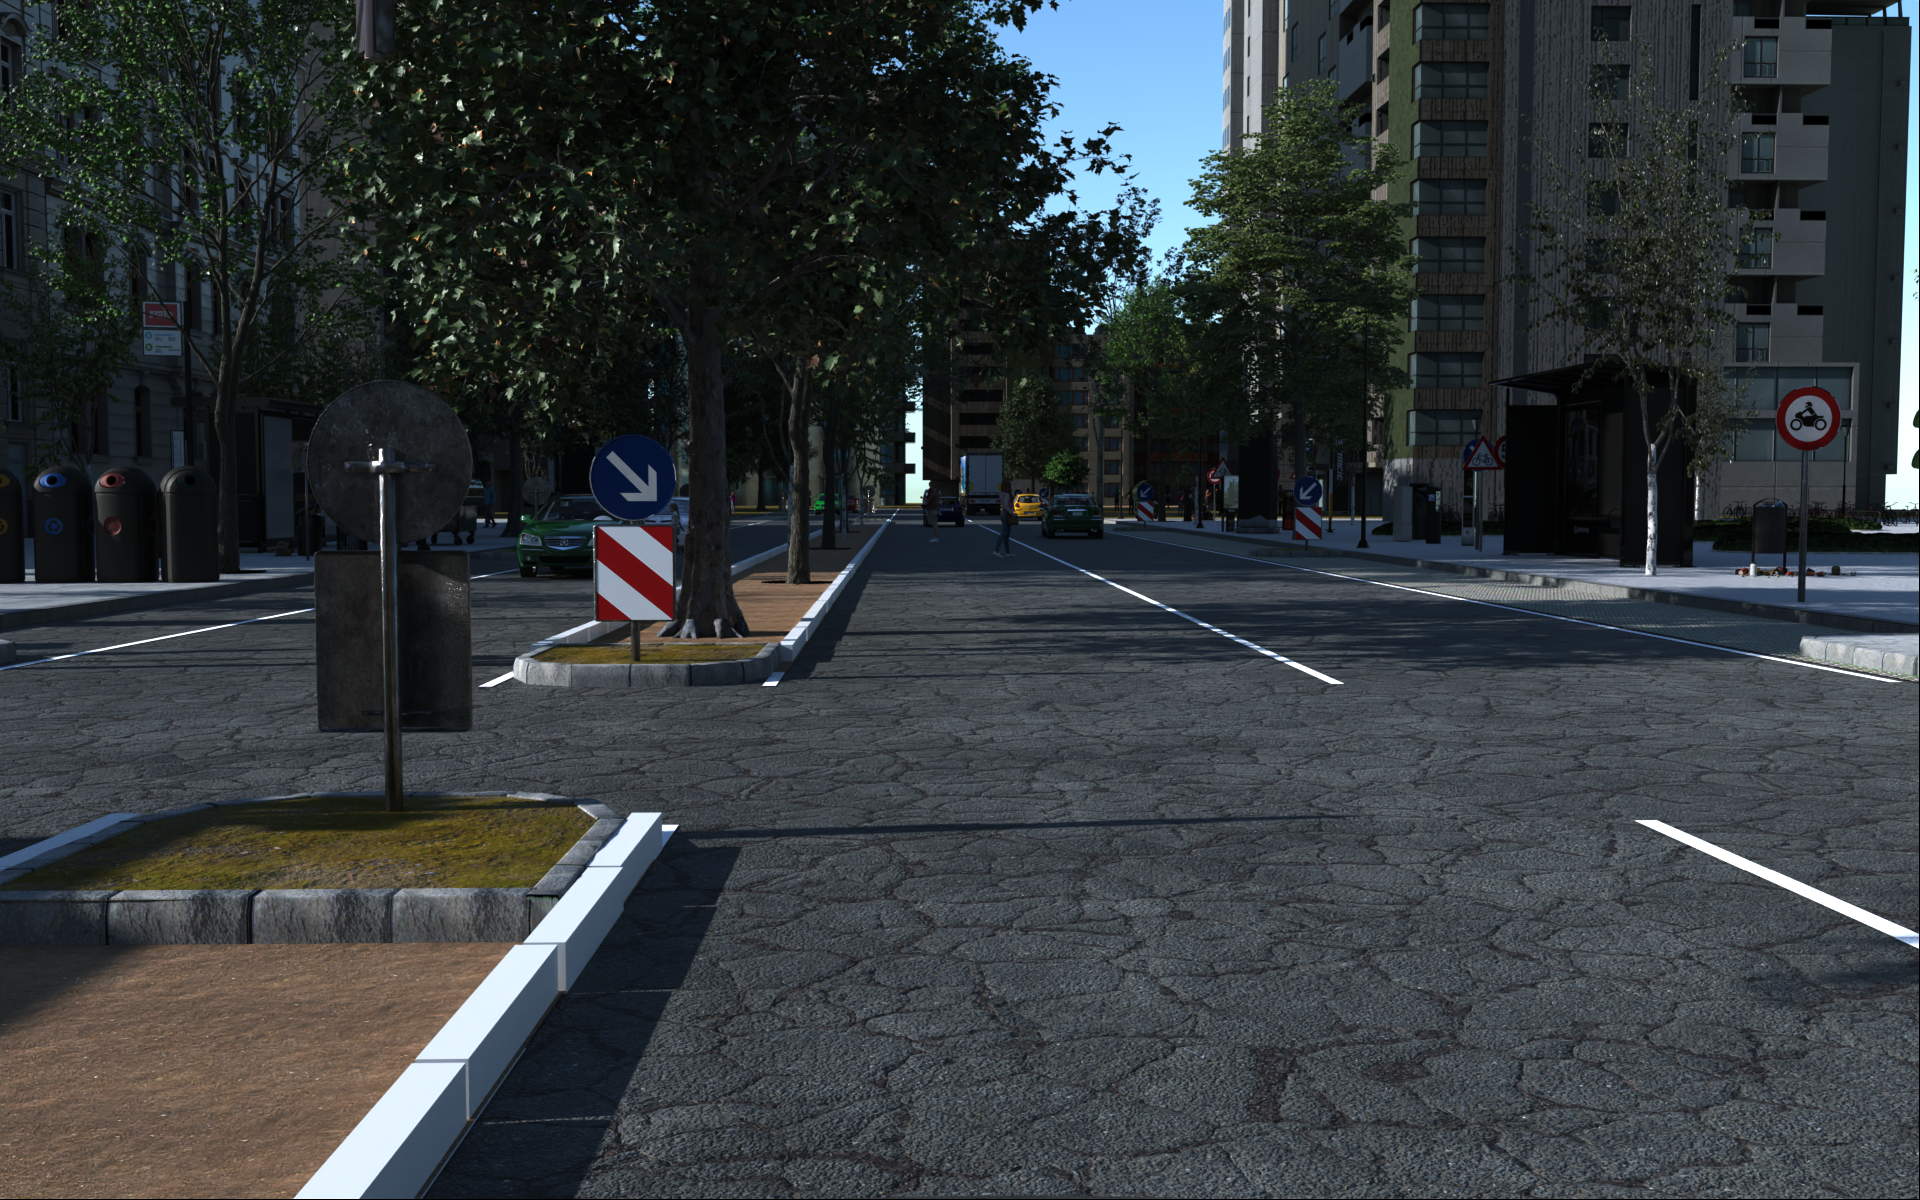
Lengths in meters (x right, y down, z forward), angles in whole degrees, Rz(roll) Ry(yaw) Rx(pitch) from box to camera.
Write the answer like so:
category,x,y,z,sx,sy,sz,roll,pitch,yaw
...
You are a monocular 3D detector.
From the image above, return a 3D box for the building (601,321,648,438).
category,x,y,z,sx,sy,sz,roll,pitch,yaw
building,-42.648,-31.129,192.548,14.086,41.232,14.154,0,4,-2

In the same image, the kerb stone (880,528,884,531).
category,x,y,z,sx,sy,sz,roll,pitch,yaw
kerb stone,-2.812,-2.329,60.315,0.120,0.150,1.000,0,4,-2

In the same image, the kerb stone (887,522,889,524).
category,x,y,z,sx,sy,sz,roll,pitch,yaw
kerb stone,-3.201,-3.144,73.628,0.120,0.150,1.000,0,4,-2

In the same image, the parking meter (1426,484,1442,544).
category,x,y,z,sx,sy,sz,roll,pitch,yaw
parking meter,12.256,-2.226,44.806,0.372,1.533,0.369,0,3,0

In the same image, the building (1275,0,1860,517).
category,x,y,z,sx,sy,sz,roll,pitch,yaw
building,36.104,-31.805,109.245,28.713,52.752,27.495,0,4,-2

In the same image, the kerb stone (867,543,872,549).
category,x,y,z,sx,sy,sz,roll,pitch,yaw
kerb stone,-2.302,-1.267,42.916,0.120,0.150,1.000,0,4,-2

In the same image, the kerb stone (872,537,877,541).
category,x,y,z,sx,sy,sz,roll,pitch,yaw
kerb stone,-2.453,-1.578,48.032,0.120,0.150,1.000,0,4,-2

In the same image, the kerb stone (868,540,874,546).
category,x,y,z,sx,sy,sz,roll,pitch,yaw
kerb stone,-2.364,-1.392,44.962,0.120,0.150,1.000,0,4,-2

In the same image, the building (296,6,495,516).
category,x,y,z,sx,sy,sz,roll,pitch,yaw
building,-38.111,-40.317,97.432,20.563,71.187,20.611,0,4,-2

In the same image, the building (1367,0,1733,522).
category,x,y,z,sx,sy,sz,roll,pitch,yaw
building,26.846,-19.035,82.923,14.160,30.474,14.107,0,4,-2

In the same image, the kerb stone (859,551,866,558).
category,x,y,z,sx,sy,sz,roll,pitch,yaw
kerb stone,-2.126,-0.891,36.770,0.120,0.150,1.000,0,4,-2

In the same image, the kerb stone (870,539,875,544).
category,x,y,z,sx,sy,sz,roll,pitch,yaw
kerb stone,-2.393,-1.455,45.984,0.120,0.150,1.000,0,4,-2

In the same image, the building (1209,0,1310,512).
category,x,y,z,sx,sy,sz,roll,pitch,yaw
building,31.509,-36.414,137.371,21.231,58.520,28.212,0,4,-2

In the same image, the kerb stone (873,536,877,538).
category,x,y,z,sx,sy,sz,roll,pitch,yaw
kerb stone,-2.488,-1.642,49.058,0.120,0.150,1.000,0,4,-2

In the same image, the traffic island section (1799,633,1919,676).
category,x,y,z,sx,sy,sz,roll,pitch,yaw
traffic island section,8.442,0.478,14.473,2.009,0.180,2.903,0,4,-2

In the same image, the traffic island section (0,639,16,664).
category,x,y,z,sx,sy,sz,roll,pitch,yaw
traffic island section,-9.092,0.508,13.968,2.009,0.180,2.903,0,4,-2

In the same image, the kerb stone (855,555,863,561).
category,x,y,z,sx,sy,sz,roll,pitch,yaw
kerb stone,-2.063,-0.765,34.709,0.120,0.150,1.000,0,4,-2

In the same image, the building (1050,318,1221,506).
category,x,y,z,sx,sy,sz,roll,pitch,yaw
building,24.006,-21.823,201.844,28.899,21.520,27.650,0,4,-2

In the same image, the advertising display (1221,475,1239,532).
category,x,y,z,sx,sy,sz,roll,pitch,yaw
advertising display,9.194,-3.281,58.852,0.123,1.923,0.974,3,5,44

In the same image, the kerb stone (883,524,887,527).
category,x,y,z,sx,sy,sz,roll,pitch,yaw
kerb stone,-3.018,-2.763,67.477,0.120,0.150,1.000,0,4,-2

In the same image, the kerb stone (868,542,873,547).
category,x,y,z,sx,sy,sz,roll,pitch,yaw
kerb stone,-2.334,-1.330,43.940,0.120,0.150,1.000,0,4,-2

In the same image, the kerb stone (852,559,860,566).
category,x,y,z,sx,sy,sz,roll,pitch,yaw
kerb stone,-2.011,-0.639,32.650,0.120,0.150,1.000,0,4,-2

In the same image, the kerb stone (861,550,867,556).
category,x,y,z,sx,sy,sz,roll,pitch,yaw
kerb stone,-2.159,-0.946,37.792,0.120,0.150,1.000,0,4,-2

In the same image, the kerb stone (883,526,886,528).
category,x,y,z,sx,sy,sz,roll,pitch,yaw
kerb stone,-2.929,-2.582,64.408,0.120,0.150,1.000,0,4,-2

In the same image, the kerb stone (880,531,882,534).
category,x,y,z,sx,sy,sz,roll,pitch,yaw
kerb stone,-2.689,-2.079,56.216,0.120,0.150,1.000,0,4,-2

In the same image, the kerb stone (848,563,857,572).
category,x,y,z,sx,sy,sz,roll,pitch,yaw
kerb stone,-1.946,-0.514,30.600,0.120,0.150,1.000,0,4,-2

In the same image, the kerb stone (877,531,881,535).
category,x,y,z,sx,sy,sz,roll,pitch,yaw
kerb stone,-2.661,-2.018,55.192,0.120,0.150,1.000,0,4,-2

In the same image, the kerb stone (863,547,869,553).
category,x,y,z,sx,sy,sz,roll,pitch,yaw
kerb stone,-2.213,-1.077,39.851,0.120,0.150,1.000,0,4,-2

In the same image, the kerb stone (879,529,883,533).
category,x,y,z,sx,sy,sz,roll,pitch,yaw
kerb stone,-2.748,-2.206,58.260,0.120,0.150,1.000,0,4,-2

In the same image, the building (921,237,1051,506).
category,x,y,z,sx,sy,sz,roll,pitch,yaw
building,2.724,-25.811,193.704,14.107,30.474,14.160,0,4,-2

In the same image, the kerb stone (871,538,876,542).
category,x,y,z,sx,sy,sz,roll,pitch,yaw
kerb stone,-2.427,-1.515,47.010,0.120,0.150,1.000,0,4,-2

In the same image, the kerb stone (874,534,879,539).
category,x,y,z,sx,sy,sz,roll,pitch,yaw
kerb stone,-2.573,-1.831,52.126,0.120,0.150,1.000,0,4,-2

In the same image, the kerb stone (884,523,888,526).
category,x,y,z,sx,sy,sz,roll,pitch,yaw
kerb stone,-3.077,-2.895,69.536,0.120,0.150,1.000,0,4,-2

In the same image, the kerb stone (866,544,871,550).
category,x,y,z,sx,sy,sz,roll,pitch,yaw
kerb stone,-2.275,-1.205,41.894,0.120,0.150,1.000,0,4,-2

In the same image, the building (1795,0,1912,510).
category,x,y,z,sx,sy,sz,roll,pitch,yaw
building,68.789,-28.266,145.737,14.086,41.232,14.154,0,4,-2

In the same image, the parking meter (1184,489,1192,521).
category,x,y,z,sx,sy,sz,roll,pitch,yaw
parking meter,10.705,-4.464,81.403,0.372,1.533,0.369,0,3,0

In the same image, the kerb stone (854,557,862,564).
category,x,y,z,sx,sy,sz,roll,pitch,yaw
kerb stone,-2.037,-0.703,33.685,0.120,0.150,1.000,0,4,-2

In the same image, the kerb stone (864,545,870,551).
category,x,y,z,sx,sy,sz,roll,pitch,yaw
kerb stone,-2.249,-1.141,40.872,0.120,0.150,1.000,0,4,-2

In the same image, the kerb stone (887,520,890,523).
category,x,y,z,sx,sy,sz,roll,pitch,yaw
kerb stone,-3.328,-3.397,77.728,0.120,0.150,1.000,0,4,-2

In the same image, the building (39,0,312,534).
category,x,y,z,sx,sy,sz,roll,pitch,yaw
building,-34.121,-16.861,63.064,14.401,28.519,23.554,0,4,-2

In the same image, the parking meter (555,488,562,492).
category,x,y,z,sx,sy,sz,roll,pitch,yaw
parking meter,-16.176,-3.737,69.518,0.372,1.533,0.369,0,3,0

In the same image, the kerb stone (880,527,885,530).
category,x,y,z,sx,sy,sz,roll,pitch,yaw
kerb stone,-2.875,-2.455,62.364,0.120,0.150,1.000,0,4,-2

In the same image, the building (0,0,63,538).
category,x,y,z,sx,sy,sz,roll,pitch,yaw
building,-32.322,-14.776,38.859,12.463,27.353,25.104,0,4,-2

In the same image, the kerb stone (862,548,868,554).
category,x,y,z,sx,sy,sz,roll,pitch,yaw
kerb stone,-2.192,-1.017,38.817,0.120,0.150,1.000,0,4,-2

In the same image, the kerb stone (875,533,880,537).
category,x,y,z,sx,sy,sz,roll,pitch,yaw
kerb stone,-2.604,-1.893,53.148,0.120,0.150,1.000,0,4,-2

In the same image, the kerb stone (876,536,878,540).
category,x,y,z,sx,sy,sz,roll,pitch,yaw
kerb stone,-2.515,-1.704,50.082,0.120,0.150,1.000,0,4,-2

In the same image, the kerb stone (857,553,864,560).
category,x,y,z,sx,sy,sz,roll,pitch,yaw
kerb stone,-2.101,-0.828,35.737,0.120,0.150,1.000,0,4,-2

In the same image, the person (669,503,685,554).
category,x,y,z,sx,sy,sz,roll,pitch,yaw
person,-6.697,-1.683,41.031,0.382,1.210,0.505,-1,4,-13

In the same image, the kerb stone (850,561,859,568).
category,x,y,z,sx,sy,sz,roll,pitch,yaw
kerb stone,-1.974,-0.577,31.624,0.120,0.150,1.000,0,4,-2

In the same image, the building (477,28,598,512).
category,x,y,z,sx,sy,sz,roll,pitch,yaw
building,-40.801,-27.004,133.402,23.993,40.220,32.217,0,4,-2

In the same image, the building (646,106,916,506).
category,x,y,z,sx,sy,sz,roll,pitch,yaw
building,-20.351,-35.343,197.466,30.456,49.044,23.786,0,4,-2
